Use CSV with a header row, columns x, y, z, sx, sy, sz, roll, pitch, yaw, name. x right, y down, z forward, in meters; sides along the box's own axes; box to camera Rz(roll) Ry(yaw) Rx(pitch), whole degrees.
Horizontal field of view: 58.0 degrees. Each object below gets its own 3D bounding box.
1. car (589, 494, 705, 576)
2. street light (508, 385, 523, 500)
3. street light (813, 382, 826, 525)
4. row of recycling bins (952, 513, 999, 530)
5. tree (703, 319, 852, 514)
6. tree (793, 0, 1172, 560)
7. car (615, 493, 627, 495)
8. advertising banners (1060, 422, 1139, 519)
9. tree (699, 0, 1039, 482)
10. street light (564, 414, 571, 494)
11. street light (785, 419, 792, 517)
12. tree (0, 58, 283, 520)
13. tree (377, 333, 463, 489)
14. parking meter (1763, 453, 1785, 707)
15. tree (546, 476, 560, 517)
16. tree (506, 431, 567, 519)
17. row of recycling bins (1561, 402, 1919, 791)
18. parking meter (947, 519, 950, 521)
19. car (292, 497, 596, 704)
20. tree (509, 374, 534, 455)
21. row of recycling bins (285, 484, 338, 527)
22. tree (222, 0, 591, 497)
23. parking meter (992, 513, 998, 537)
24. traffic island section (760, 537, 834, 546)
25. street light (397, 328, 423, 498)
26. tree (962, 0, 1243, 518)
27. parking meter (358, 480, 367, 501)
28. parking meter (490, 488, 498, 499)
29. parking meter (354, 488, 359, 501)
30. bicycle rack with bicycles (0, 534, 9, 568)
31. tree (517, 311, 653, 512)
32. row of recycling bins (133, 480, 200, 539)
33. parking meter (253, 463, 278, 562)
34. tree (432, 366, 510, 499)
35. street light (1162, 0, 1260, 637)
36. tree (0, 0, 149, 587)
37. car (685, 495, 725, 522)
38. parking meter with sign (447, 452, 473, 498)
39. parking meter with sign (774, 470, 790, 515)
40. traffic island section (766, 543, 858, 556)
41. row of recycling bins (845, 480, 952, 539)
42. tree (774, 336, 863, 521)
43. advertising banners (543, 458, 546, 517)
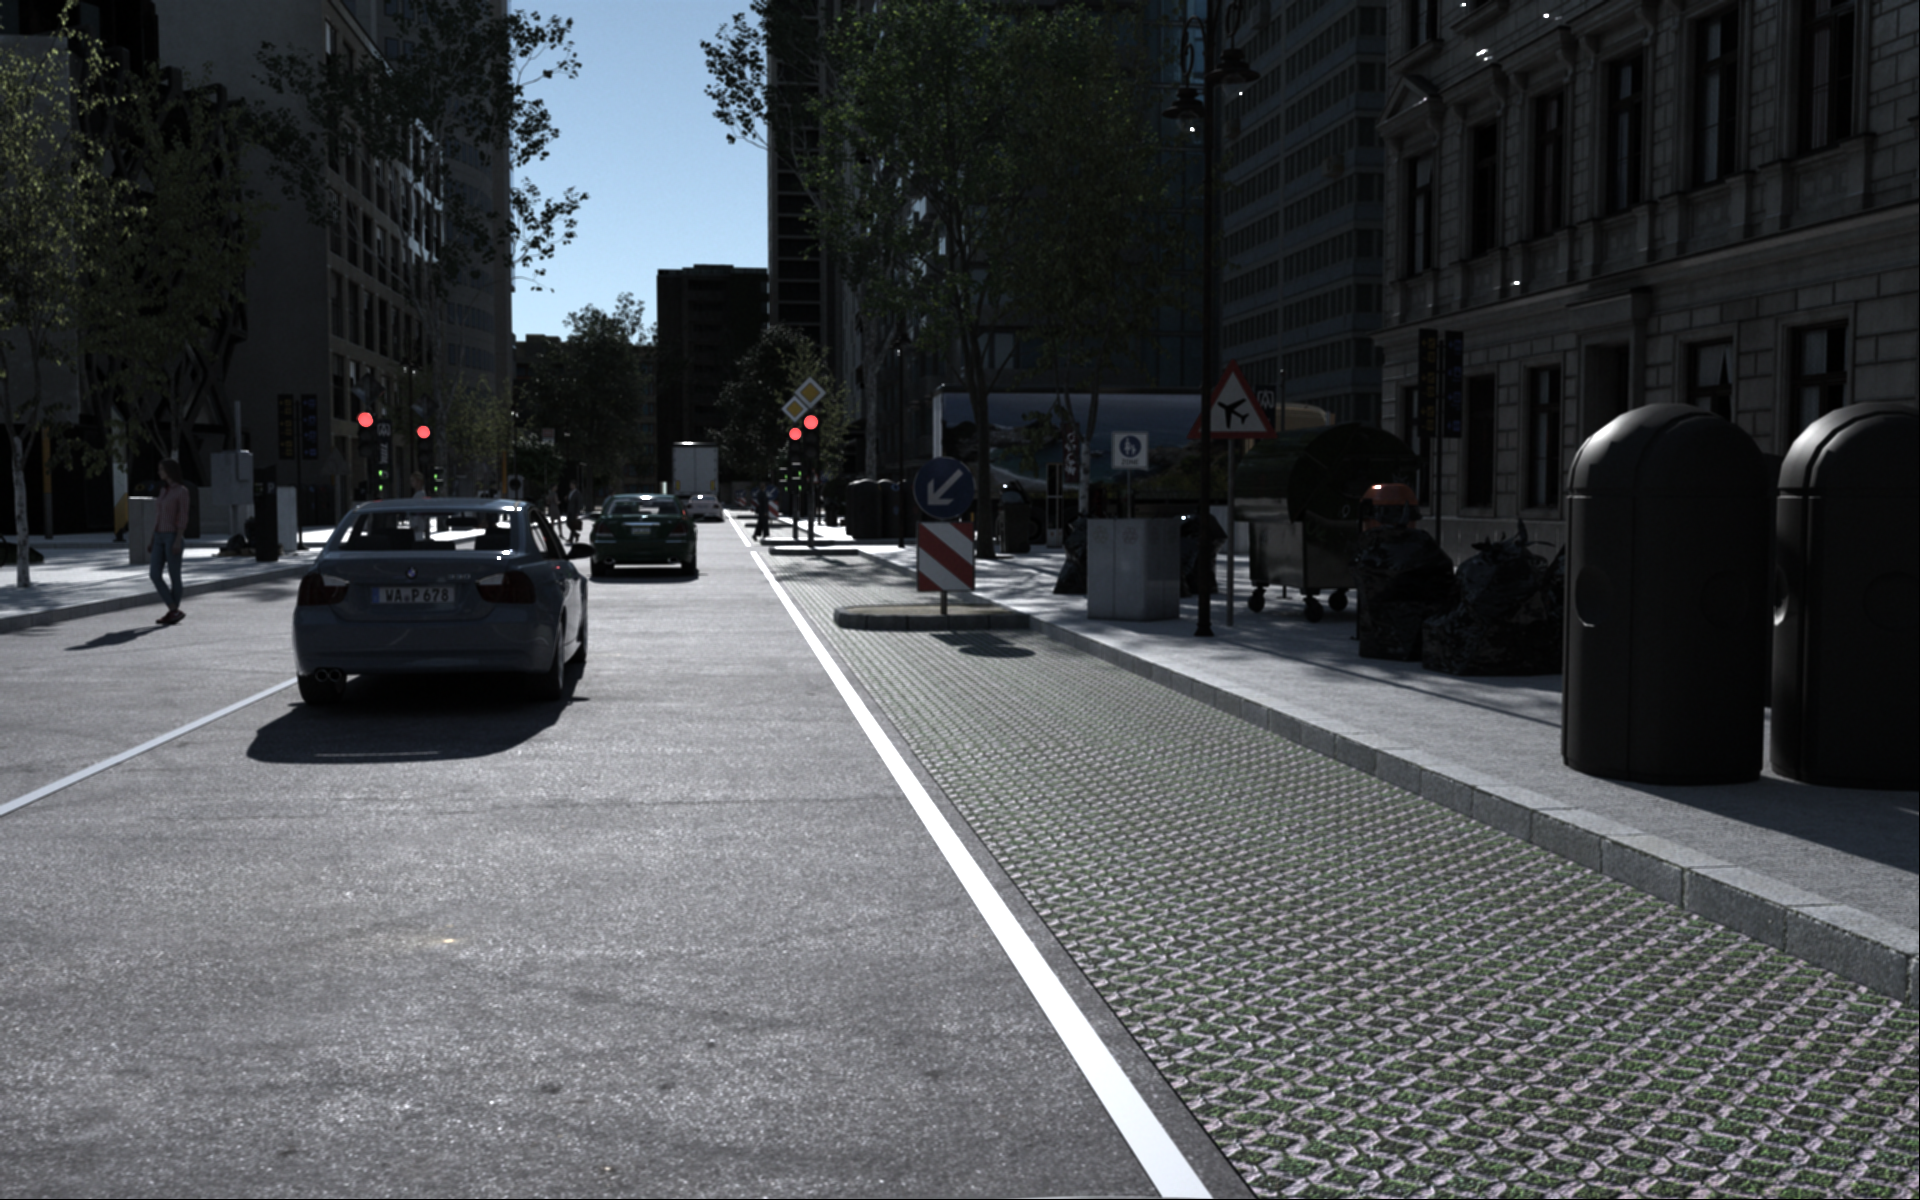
x,y,z,sx,sy,sz,roll,pitch,yaw,name
-5.763,-1.223,31.796,2.131,1.459,4.920,-1,4,-8,car
-18.896,-6.172,73.694,0.468,5.910,1.993,0,4,-8,street light
-5.814,-6.033,71.431,0.468,5.910,1.993,0,4,-8,street light
-0.006,-3.341,61.735,3.534,1.692,1.069,-2,4,-23,row of recycling bins
-11.744,-12.040,113.862,9.611,12.733,9.660,0,3,0,tree
0.338,-6.634,34.226,9.928,11.665,9.643,0,3,0,tree
-21.116,-6.129,109.003,1.959,1.807,4.718,-1,4,-10,car
3.356,-2.800,41.966,2.074,3.025,0.090,2,4,29,advertising banners
-1.612,-12.477,59.888,12.611,20.169,13.585,0,3,0,tree
-22.601,-7.771,99.840,0.468,5.910,1.993,0,4,-8,street light
-9.525,-7.605,97.126,0.468,5.910,1.993,0,4,-8,street light
-13.460,-4.810,29.004,4.737,8.622,4.395,0,3,0,tree
-24.480,-7.854,78.771,4.737,8.622,4.395,0,3,0,tree
5.003,-0.128,10.502,0.372,1.533,0.369,0,3,0,parking meter
-23.021,-6.232,96.492,1.663,3.219,1.824,0,3,0,tree
-22.178,-6.514,90.210,4.285,4.588,4.351,0,3,0,tree
4.590,-0.043,7.809,3.534,1.692,1.069,0,4,5,row of recycling bins
-0.526,-3.182,60.433,0.372,1.533,0.369,0,3,0,parking meter
-3.825,-0.073,13.194,2.014,1.417,4.499,-1,4,-9,car
-28.057,-9.496,105.615,4.360,8.622,3.978,0,3,0,tree
-26.086,-3.817,69.520,1.069,1.692,3.534,0,4,6,row of recycling bins
-18.536,-12.346,57.749,12.611,20.169,13.585,0,3,0,tree
0.978,-2.800,51.495,0.399,1.863,0.255,0,4,1,parking meter
-4.666,-1.655,49.348,2.009,0.180,2.903,0,4,-8,traffic island section
-15.297,-4.619,48.307,0.468,5.910,1.993,0,4,-8,street light
1.879,-4.557,24.866,4.737,8.622,4.395,0,3,0,tree
-25.100,-4.111,72.933,0.399,1.863,0.255,0,4,2,parking meter
-20.584,-4.160,76.431,0.372,1.533,0.369,0,3,0,parking meter
-26.268,-4.115,75.685,0.372,1.533,0.369,0,3,0,parking meter
-17.157,-0.926,28.530,2.852,0.926,2.925,2,4,31,bicycle rack with bicycles
-26.303,-13.198,122.434,9.857,13.997,8.962,0,3,0,tree
-23.300,-2.678,50.898,1.069,1.692,3.534,-3,5,-43,row of recycling bins
-13.200,-1.664,32.923,0.255,1.863,0.399,1,4,18,parking meter
-28.056,-9.092,99.022,4.360,8.622,3.978,0,3,0,tree
2.208,-2.612,15.490,0.468,5.910,1.993,0,4,-8,street light
-12.945,-4.464,23.351,4.360,8.622,3.978,0,3,0,tree
-13.306,-4.759,90.173,2.083,1.381,4.827,0,4,-6,car
-20.559,-4.630,71.969,1.738,3.016,0.543,-3,4,-37,parking meter with sign
-10.602,-6.763,106.833,1.738,3.016,0.543,0,4,-3,parking meter with sign
-3.544,-1.172,41.442,2.009,0.180,2.903,0,4,-8,traffic island section
-1.835,-2.642,50.313,1.069,1.692,3.534,3,5,39,row of recycling bins
-6.784,-7.961,80.530,4.360,8.622,3.978,0,3,0,tree
-19.986,-5.333,83.385,0.090,3.025,2.074,-1,4,-10,advertising banners
